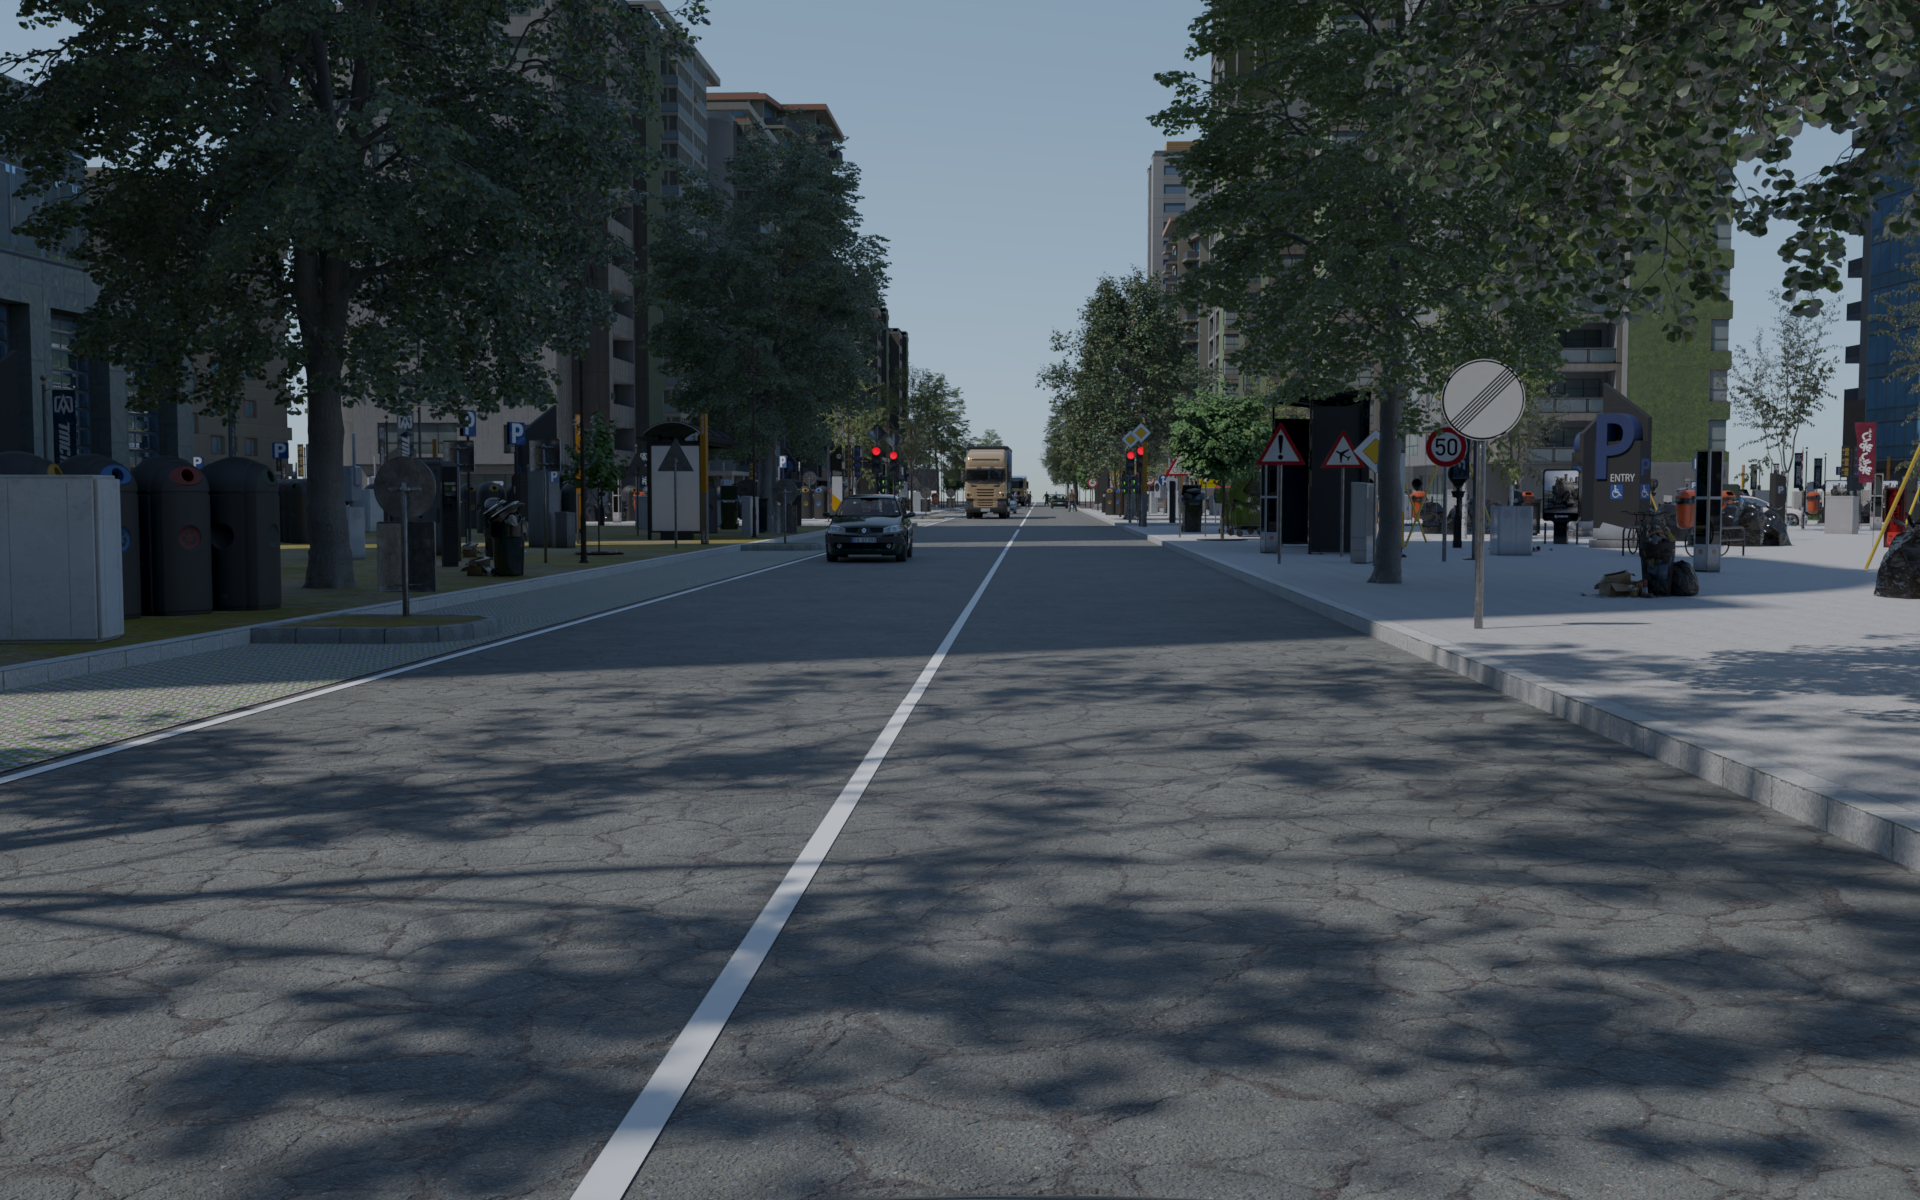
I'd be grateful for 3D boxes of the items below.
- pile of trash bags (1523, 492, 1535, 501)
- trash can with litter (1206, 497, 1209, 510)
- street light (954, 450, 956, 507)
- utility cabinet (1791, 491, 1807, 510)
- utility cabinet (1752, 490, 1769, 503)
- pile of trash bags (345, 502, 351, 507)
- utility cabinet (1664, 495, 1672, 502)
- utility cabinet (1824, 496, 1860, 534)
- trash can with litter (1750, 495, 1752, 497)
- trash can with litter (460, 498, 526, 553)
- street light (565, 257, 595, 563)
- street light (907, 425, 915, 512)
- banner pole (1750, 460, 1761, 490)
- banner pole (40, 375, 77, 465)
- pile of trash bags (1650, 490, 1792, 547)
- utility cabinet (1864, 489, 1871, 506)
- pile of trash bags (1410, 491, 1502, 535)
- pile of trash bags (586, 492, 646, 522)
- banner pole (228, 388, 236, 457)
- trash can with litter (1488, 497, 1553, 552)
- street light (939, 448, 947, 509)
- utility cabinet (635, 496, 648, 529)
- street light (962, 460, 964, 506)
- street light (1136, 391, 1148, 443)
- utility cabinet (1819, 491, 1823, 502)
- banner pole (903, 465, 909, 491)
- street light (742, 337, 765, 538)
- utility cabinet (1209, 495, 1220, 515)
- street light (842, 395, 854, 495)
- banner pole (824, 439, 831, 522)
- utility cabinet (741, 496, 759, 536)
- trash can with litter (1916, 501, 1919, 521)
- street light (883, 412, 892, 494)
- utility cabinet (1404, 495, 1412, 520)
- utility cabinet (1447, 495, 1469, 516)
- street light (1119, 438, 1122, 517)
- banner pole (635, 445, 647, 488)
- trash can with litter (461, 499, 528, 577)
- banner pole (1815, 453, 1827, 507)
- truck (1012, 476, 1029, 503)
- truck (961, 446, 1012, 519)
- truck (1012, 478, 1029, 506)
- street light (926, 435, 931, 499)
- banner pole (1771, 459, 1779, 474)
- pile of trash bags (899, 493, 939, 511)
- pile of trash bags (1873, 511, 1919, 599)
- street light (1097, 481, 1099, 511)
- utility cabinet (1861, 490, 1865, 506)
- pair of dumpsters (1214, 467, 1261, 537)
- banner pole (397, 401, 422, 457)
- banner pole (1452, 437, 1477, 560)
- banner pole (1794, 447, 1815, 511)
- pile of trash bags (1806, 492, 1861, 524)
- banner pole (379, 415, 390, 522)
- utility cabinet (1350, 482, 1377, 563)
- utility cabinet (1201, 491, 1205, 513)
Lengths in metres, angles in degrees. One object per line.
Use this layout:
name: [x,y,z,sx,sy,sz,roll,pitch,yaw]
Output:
pile of trash bags: [23.517,-4.060,76.129,3.447,1.369,1.912,0,3,0]
trash can with litter: [19.910,-7.824,139.309,1.055,1.170,0.624,-2,4,-28]
street light: [-0.502,-12.213,172.466,0.468,5.910,1.993,0,4,3]
utility cabinet: [69.548,-8.250,143.563,1.173,1.500,0.318,-1,4,-12]
utility cabinet: [43.933,-5.267,94.787,1.173,1.500,0.318,-1,4,-11]
pile of trash bags: [-23.198,-3.177,61.696,3.447,1.369,1.912,-2,4,-33]
utility cabinet: [47.573,-6.494,117.333,0.306,1.237,1.020,-1,4,-12]
utility cabinet: [28.245,-2.710,55.469,0.306,1.237,1.020,-2,4,-26]
trash can with litter: [40.849,-4.812,89.733,1.678,1.210,2.233,2,4,28]
trash can with litter: [-10.640,-1.633,37.757,2.233,1.210,1.678,0,4,-6]
street light: [-7.006,-3.626,32.076,0.468,5.910,1.993,0,4,3]
street light: [-3.209,-8.625,113.804,0.468,5.910,1.993,0,4,3]
banner pole: [58.165,-8.352,126.568,0.863,3.779,0.401,3,4,39]
banner pole: [-19.036,-2.845,36.537,0.863,3.779,0.401,-1,4,-8]
pile of trash bags: [18.823,-2.017,42.729,3.447,1.369,1.912,-2,4,-32]
utility cabinet: [58.549,-6.227,110.493,1.173,1.500,0.318,1,4,20]
pile of trash bags: [15.656,-2.832,56.062,1.912,1.369,3.447,-1,4,-20]
pile of trash bags: [-15.941,-4.309,80.206,3.447,1.369,1.912,2,4,28]
banner pole: [-14.582,-2.735,34.730,0.401,3.779,0.863,-2,4,-31]
trash can with litter: [12.605,-1.727,39.288,1.678,1.210,2.233,1,4,10]
street light: [-1.442,-11.087,154.051,0.468,5.910,1.993,0,4,3]
utility cabinet: [-11.313,-3.175,63.065,1.020,1.237,0.306,-1,4,-11]
street light: [0.347,-13.333,190.782,0.468,5.910,1.993,0,4,3]
street light: [8.051,-6.360,76.780,0.468,5.910,1.993,0,4,3]
utility cabinet: [71.777,-8.256,143.664,1.173,1.500,0.318,-1,4,-16]
banner pole: [-4.585,-9.661,147.972,0.863,3.779,0.401,1,4,20]
street light: [-6.075,-4.784,51.012,0.468,5.910,1.993,0,4,3]
utility cabinet: [15.609,-5.793,105.881,0.306,1.237,1.020,3,5,40]
street light: [-4.955,-6.384,77.174,0.468,5.910,1.993,0,4,3]
banner pole: [-6.021,-5.472,79.485,0.401,3.779,0.863,0,3,0]
utility cabinet: [-6.533,-2.620,53.998,0.306,1.237,1.020,1,4,8]
trash can with litter: [18.419,-1.300,32.313,2.233,1.210,1.678,-1,4,-23]
street light: [-4.017,-7.504,95.486,0.468,5.910,1.993,0,4,3]
utility cabinet: [21.973,-4.571,85.904,1.020,1.237,0.306,-2,4,-29]
utility cabinet: [23.861,-4.394,82.998,1.020,1.237,0.306,1,4,16]
street light: [8.881,-7.522,95.771,0.468,5.910,1.993,0,4,3]
banner pole: [-16.141,-5.973,87.681,0.863,3.779,0.401,-1,4,-10]
trash can with litter: [-7.295,-0.959,27.064,1.055,1.170,0.624,1,4,13]
banner pole: [52.515,-7.075,105.686,0.863,3.779,0.401,1,4,22]
truck: [8.970,-16.444,258.623,2.967,4.110,18.799,0,4,4]
truck: [1.725,-6.979,103.026,2.839,4.237,11.283,0,4,3]
truck: [6.502,-12.768,204.686,3.469,3.379,9.791,0,4,4]
street light: [-2.315,-9.757,132.310,0.468,5.910,1.993,0,4,3]
banner pole: [58.348,-8.204,124.147,0.401,3.779,0.863,-2,4,-27]
pile of trash bags: [-3.416,-7.884,138.649,3.447,1.369,1.912,0,4,3]
pile of trash bags: [13.182,-0.691,21.049,3.447,1.369,1.912,0,4,0]
street light: [10.585,-9.783,132.743,0.468,5.910,1.993,0,4,3]
utility cabinet: [74.079,-8.251,143.579,0.318,1.500,1.173,-3,5,-43]
pair of dumpsters: [8.828,-3.117,53.455,1.574,2.255,4.437,0,4,3]
banner pole: [-14.495,-3.413,45.814,0.863,3.779,0.401,-3,5,-41]
banner pole: [9.936,-2.686,33.932,0.401,3.779,0.863,-2,4,-24]
banner pole: [44.706,-6.239,92.017,0.401,3.779,0.863,-3,5,-43]
pile of trash bags: [38.130,-4.002,75.181,3.447,1.369,1.912,-1,4,-21]
banner pole: [-18.130,-3.949,54.582,0.401,3.779,0.863,0,4,4]
utility cabinet: [7.563,-1.449,32.371,0.318,1.500,1.173,1,4,22]
utility cabinet: [16.822,-7.083,124.484,1.173,1.500,0.318,2,4,32]
